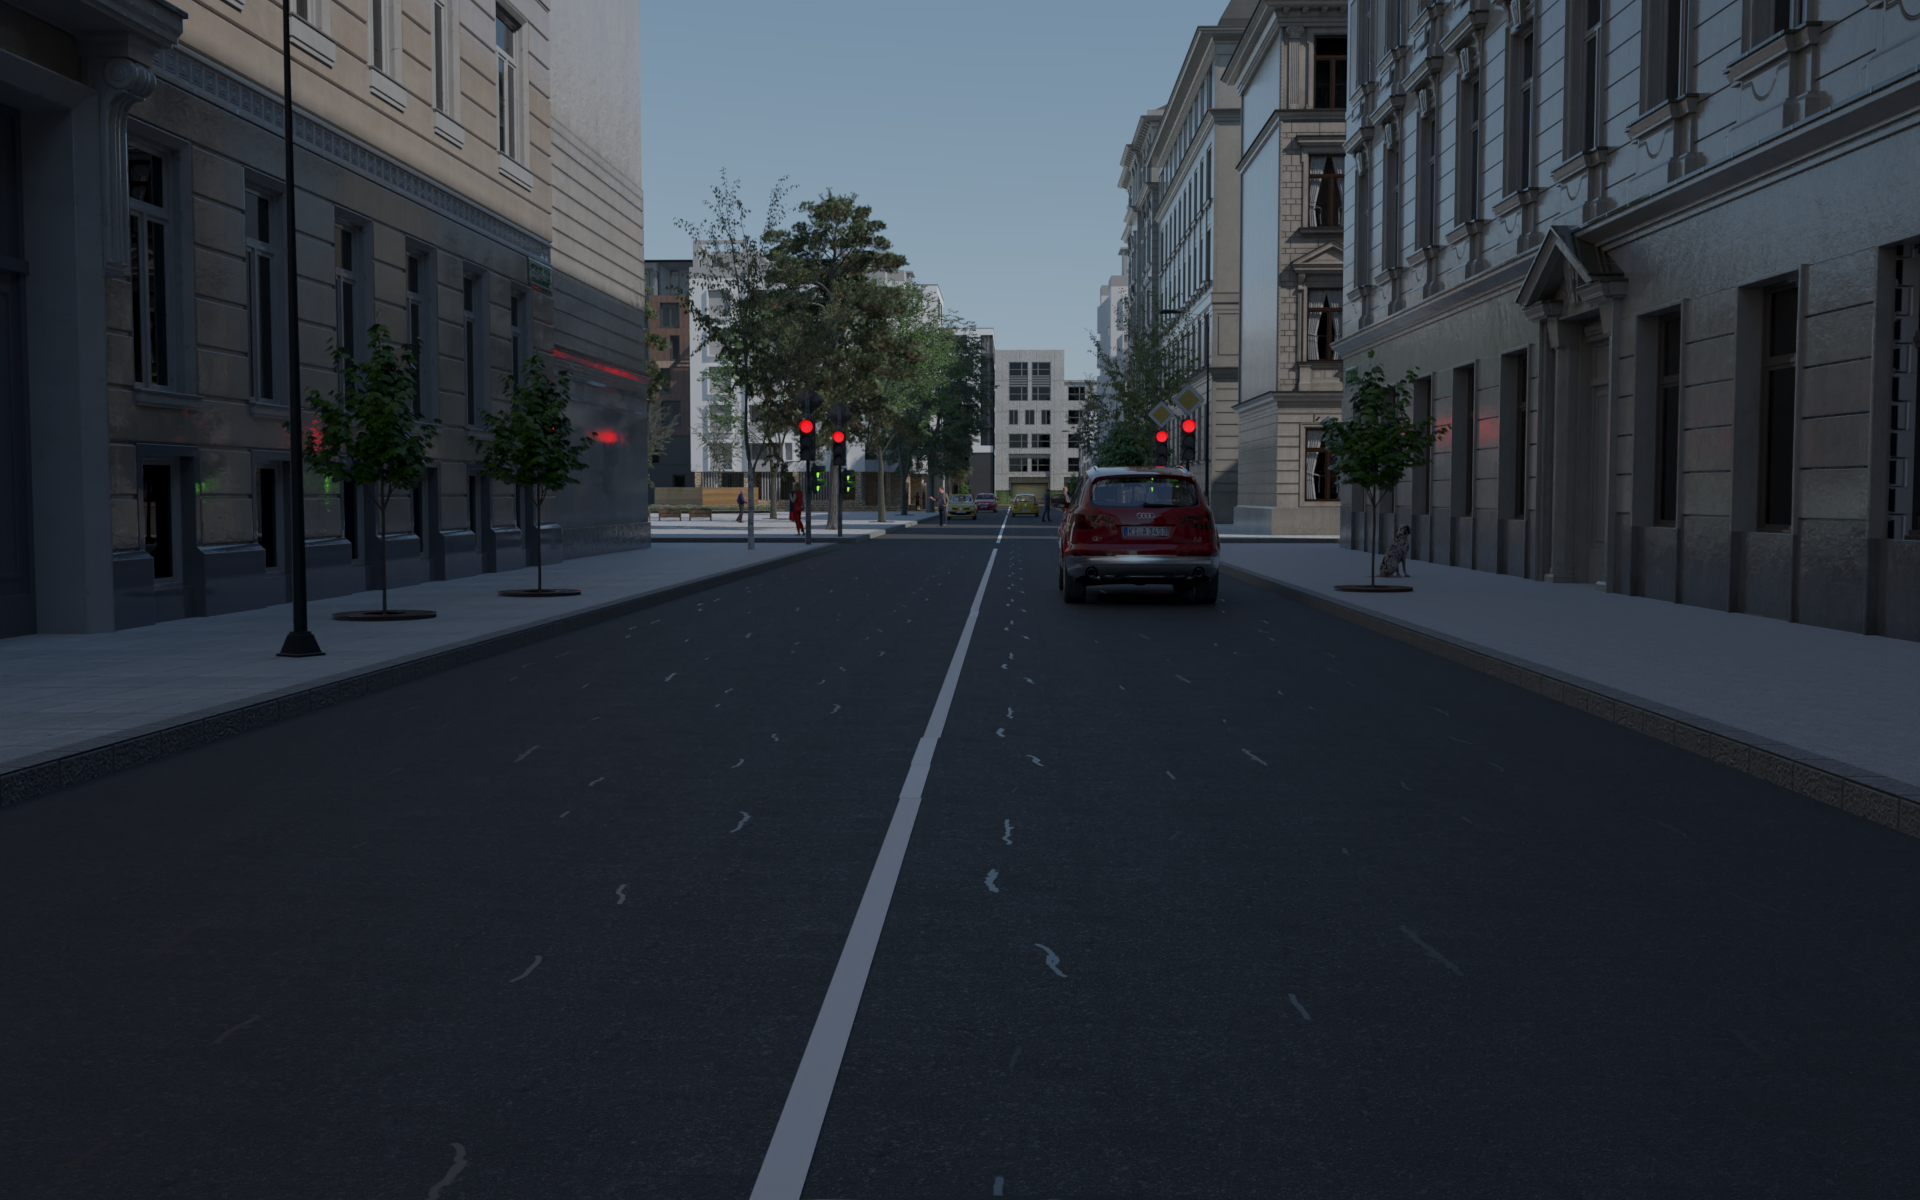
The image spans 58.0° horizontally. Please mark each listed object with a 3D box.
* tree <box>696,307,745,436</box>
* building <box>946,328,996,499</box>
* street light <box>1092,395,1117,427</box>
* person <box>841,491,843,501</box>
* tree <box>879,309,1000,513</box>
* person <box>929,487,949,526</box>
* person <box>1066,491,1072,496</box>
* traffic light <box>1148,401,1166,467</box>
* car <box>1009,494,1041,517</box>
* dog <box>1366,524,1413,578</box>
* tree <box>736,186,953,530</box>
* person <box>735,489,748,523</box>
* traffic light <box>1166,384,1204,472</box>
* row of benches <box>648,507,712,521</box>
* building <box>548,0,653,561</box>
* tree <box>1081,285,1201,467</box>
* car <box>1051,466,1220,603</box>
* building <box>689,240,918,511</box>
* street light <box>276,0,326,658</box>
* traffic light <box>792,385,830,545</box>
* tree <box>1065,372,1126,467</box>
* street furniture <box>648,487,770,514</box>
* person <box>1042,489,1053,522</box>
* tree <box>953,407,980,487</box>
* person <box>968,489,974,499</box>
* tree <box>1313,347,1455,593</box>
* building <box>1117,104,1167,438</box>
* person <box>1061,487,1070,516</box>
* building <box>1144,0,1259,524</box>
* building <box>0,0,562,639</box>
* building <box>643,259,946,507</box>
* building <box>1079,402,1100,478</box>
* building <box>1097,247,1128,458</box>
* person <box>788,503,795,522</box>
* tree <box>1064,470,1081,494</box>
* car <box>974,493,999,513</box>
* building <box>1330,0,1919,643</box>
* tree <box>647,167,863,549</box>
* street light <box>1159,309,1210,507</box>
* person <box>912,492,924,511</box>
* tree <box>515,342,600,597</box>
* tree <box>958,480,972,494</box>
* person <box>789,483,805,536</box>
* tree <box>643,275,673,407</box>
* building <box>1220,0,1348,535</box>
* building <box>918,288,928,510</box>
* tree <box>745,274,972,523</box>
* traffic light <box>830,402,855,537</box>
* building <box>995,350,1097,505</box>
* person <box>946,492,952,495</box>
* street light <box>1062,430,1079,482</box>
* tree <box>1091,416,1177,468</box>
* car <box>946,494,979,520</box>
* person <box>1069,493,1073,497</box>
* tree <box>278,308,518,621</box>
[{"bbox_3d":[-9.398,-9.932,88.137,9.928,11.665,9.643,0,3,0],"label":"tree"},{"bbox_3d":[-11.767,-23.433,227.105,32.646,21.610,27.936,0,4,2],"label":"building"},{"bbox_3d":[6.783,-6.636,81.041,1.470,5.913,1.316,0,4,2],"label":"street light"},{"bbox_3d":[-8.395,-6.889,119.371,0.600,1.739,0.565,1,4,14],"label":"person"},{"bbox_3d":[-2.122,-13.062,120.224,9.857,13.997,8.962,0,3,0],"label":"tree"},{"bbox_3d":[-0.922,-4.157,77.005,0.750,1.759,0.617,-3,5,-39],"label":"person"},{"bbox_3d":[10.198,-9.833,166.444,1.348,1.869,0.705,1,4,11],"label":"person"},{"bbox_3d":[5.969,-3.816,51.635,0.839,4.213,0.868,0,4,2],"label":"traffic light"},{"bbox_3d":[4.115,-6.052,109.175,2.015,1.641,3.980,0,4,2],"label":"car"},{"bbox_3d":[6.608,-0.759,26.795,0.800,0.831,0.513,1,4,9],"label":"dog"},{"bbox_3d":[-4.479,-8.558,61.971,6.751,12.117,7.091,0,3,0],"label":"tree"},{"bbox_3d":[-9.683,-4.187,77.189,0.600,1.496,0.574,0,4,1],"label":"person"},{"bbox_3d":[5.718,-3.328,43.654,0.839,4.213,0.868,0,4,2],"label":"traffic light"},{"bbox_3d":[-13.693,-4.084,82.244,4.104,0.672,1.422,-1,4,-10],"label":"row of benches"},{"bbox_3d":[-16.466,-11.457,36.477,18.267,20.994,9.793,0,4,2],"label":"building"},{"bbox_3d":[6.497,-6.727,60.347,4.737,8.622,4.395,0,3,0],"label":"tree"},{"bbox_3d":[2.421,-0.954,24.274,2.281,1.827,5.304,0,4,2],"label":"car"},{"bbox_3d":[-11.792,-16.936,133.327,16.016,20.091,11.380,0,4,2],"label":"building"},{"bbox_3d":[-4.690,-2.508,13.542,1.470,5.913,1.316,0,4,2],"label":"street light"},{"bbox_3d":[-3.839,-3.345,43.937,0.839,4.213,0.868,0,4,2],"label":"traffic light"},{"bbox_3d":[8.219,-9.377,103.675,4.360,8.622,3.978,0,3,0],"label":"tree"},{"bbox_3d":[-17.188,-6.608,114.890,11.010,1.723,9.812,3,4,39],"label":"street furniture"},{"bbox_3d":[4.526,-4.911,89.707,0.530,1.710,0.541,-1,4,-9],"label":"person"},{"bbox_3d":[-1.235,-16.226,187.349,6.751,12.117,7.091,0,3,0],"label":"tree"},{"bbox_3d":[0.601,-6.156,109.851,0.576,1.737,0.504,-1,4,-10],"label":"person"},{"bbox_3d":[5.441,-1.740,23.056,1.663,3.219,1.824,0,3,0],"label":"tree"},{"bbox_3d":[17.852,-19.968,113.859,14.401,28.519,23.554,0,4,2],"label":"building"},{"bbox_3d":[4.743,-4.178,77.368,0.434,1.755,0.990,0,4,0],"label":"person"},{"bbox_3d":[18.397,-15.533,87.243,16.112,22.955,30.059,0,4,2],"label":"building"},{"bbox_3d":[-13.924,-14.433,21.882,13.634,28.700,20.117,0,4,2],"label":"building"},{"bbox_3d":[-16.176,-19.761,167.062,27.936,21.610,32.646,0,4,2],"label":"building"},{"bbox_3d":[16.258,-13.219,158.285,9.099,9.664,28.070,0,4,2],"label":"building"},{"bbox_3d":[19.043,-17.233,138.180,16.016,20.091,11.380,0,4,2],"label":"building"},{"bbox_3d":[-7.541,-4.298,78.783,0.387,1.526,0.523,3,5,41],"label":"person"},{"bbox_3d":[9.118,-8.894,140.013,1.663,3.219,1.824,0,3,0],"label":"tree"},{"bbox_3d":[1.972,-7.625,133.702,2.155,1.783,4.494,0,4,4],"label":"car"},{"bbox_3d":[16.268,-14.824,18.790,17.030,29.872,44.131,0,4,2],"label":"building"},{"bbox_3d":[-4.605,-5.474,39.865,4.360,8.622,3.978,0,3,0],"label":"tree"},{"bbox_3d":[5.692,-4.349,43.641,1.470,5.913,1.316,0,4,2],"label":"street light"},{"bbox_3d":[-3.227,-7.496,131.857,1.065,1.426,0.557,2,4,28],"label":"person"},{"bbox_3d":[-5.263,-1.678,22.039,1.663,3.219,1.824,0,3,0],"label":"tree"},{"bbox_3d":[0.397,-12.748,203.028,1.663,3.219,1.824,0,3,0],"label":"tree"},{"bbox_3d":[-5.014,-2.791,53.378,0.593,1.614,0.444,-2,4,-30],"label":"person"},{"bbox_3d":[-14.046,-8.701,64.318,6.751,12.117,7.091,0,3,0],"label":"tree"},{"bbox_3d":[18.890,-11.801,57.572,19.286,19.102,10.561,0,4,2],"label":"building"},{"bbox_3d":[-10.620,-17.647,144.951,16.016,20.091,11.380,0,4,2],"label":"building"},{"bbox_3d":[-3.683,-9.314,78.046,9.928,11.665,9.643,0,3,0],"label":"tree"},{"bbox_3d":[-3.588,-3.833,51.919,0.839,4.213,0.868,0,4,2],"label":"traffic light"},{"bbox_3d":[20.322,-21.640,220.275,31.486,18.905,16.747,0,4,2],"label":"building"},{"bbox_3d":[-1.333,-11.331,191.305,1.348,1.824,0.705,-1,4,-15],"label":"person"},{"bbox_3d":[8.119,-9.401,126.255,1.470,5.913,1.316,0,4,2],"label":"street light"},{"bbox_3d":[7.000,-5.261,69.738,4.285,4.588,4.351,0,3,0],"label":"tree"},{"bbox_3d":[0.087,-5.309,97.028,2.015,1.641,3.980,0,4,1],"label":"car"},{"bbox_3d":[10.897,-9.685,164.407,1.348,1.821,0.705,1,4,20],"label":"person"},{"bbox_3d":[-5.919,-1.430,17.983,1.663,3.219,1.824,0,3,0],"label":"tree"}]
